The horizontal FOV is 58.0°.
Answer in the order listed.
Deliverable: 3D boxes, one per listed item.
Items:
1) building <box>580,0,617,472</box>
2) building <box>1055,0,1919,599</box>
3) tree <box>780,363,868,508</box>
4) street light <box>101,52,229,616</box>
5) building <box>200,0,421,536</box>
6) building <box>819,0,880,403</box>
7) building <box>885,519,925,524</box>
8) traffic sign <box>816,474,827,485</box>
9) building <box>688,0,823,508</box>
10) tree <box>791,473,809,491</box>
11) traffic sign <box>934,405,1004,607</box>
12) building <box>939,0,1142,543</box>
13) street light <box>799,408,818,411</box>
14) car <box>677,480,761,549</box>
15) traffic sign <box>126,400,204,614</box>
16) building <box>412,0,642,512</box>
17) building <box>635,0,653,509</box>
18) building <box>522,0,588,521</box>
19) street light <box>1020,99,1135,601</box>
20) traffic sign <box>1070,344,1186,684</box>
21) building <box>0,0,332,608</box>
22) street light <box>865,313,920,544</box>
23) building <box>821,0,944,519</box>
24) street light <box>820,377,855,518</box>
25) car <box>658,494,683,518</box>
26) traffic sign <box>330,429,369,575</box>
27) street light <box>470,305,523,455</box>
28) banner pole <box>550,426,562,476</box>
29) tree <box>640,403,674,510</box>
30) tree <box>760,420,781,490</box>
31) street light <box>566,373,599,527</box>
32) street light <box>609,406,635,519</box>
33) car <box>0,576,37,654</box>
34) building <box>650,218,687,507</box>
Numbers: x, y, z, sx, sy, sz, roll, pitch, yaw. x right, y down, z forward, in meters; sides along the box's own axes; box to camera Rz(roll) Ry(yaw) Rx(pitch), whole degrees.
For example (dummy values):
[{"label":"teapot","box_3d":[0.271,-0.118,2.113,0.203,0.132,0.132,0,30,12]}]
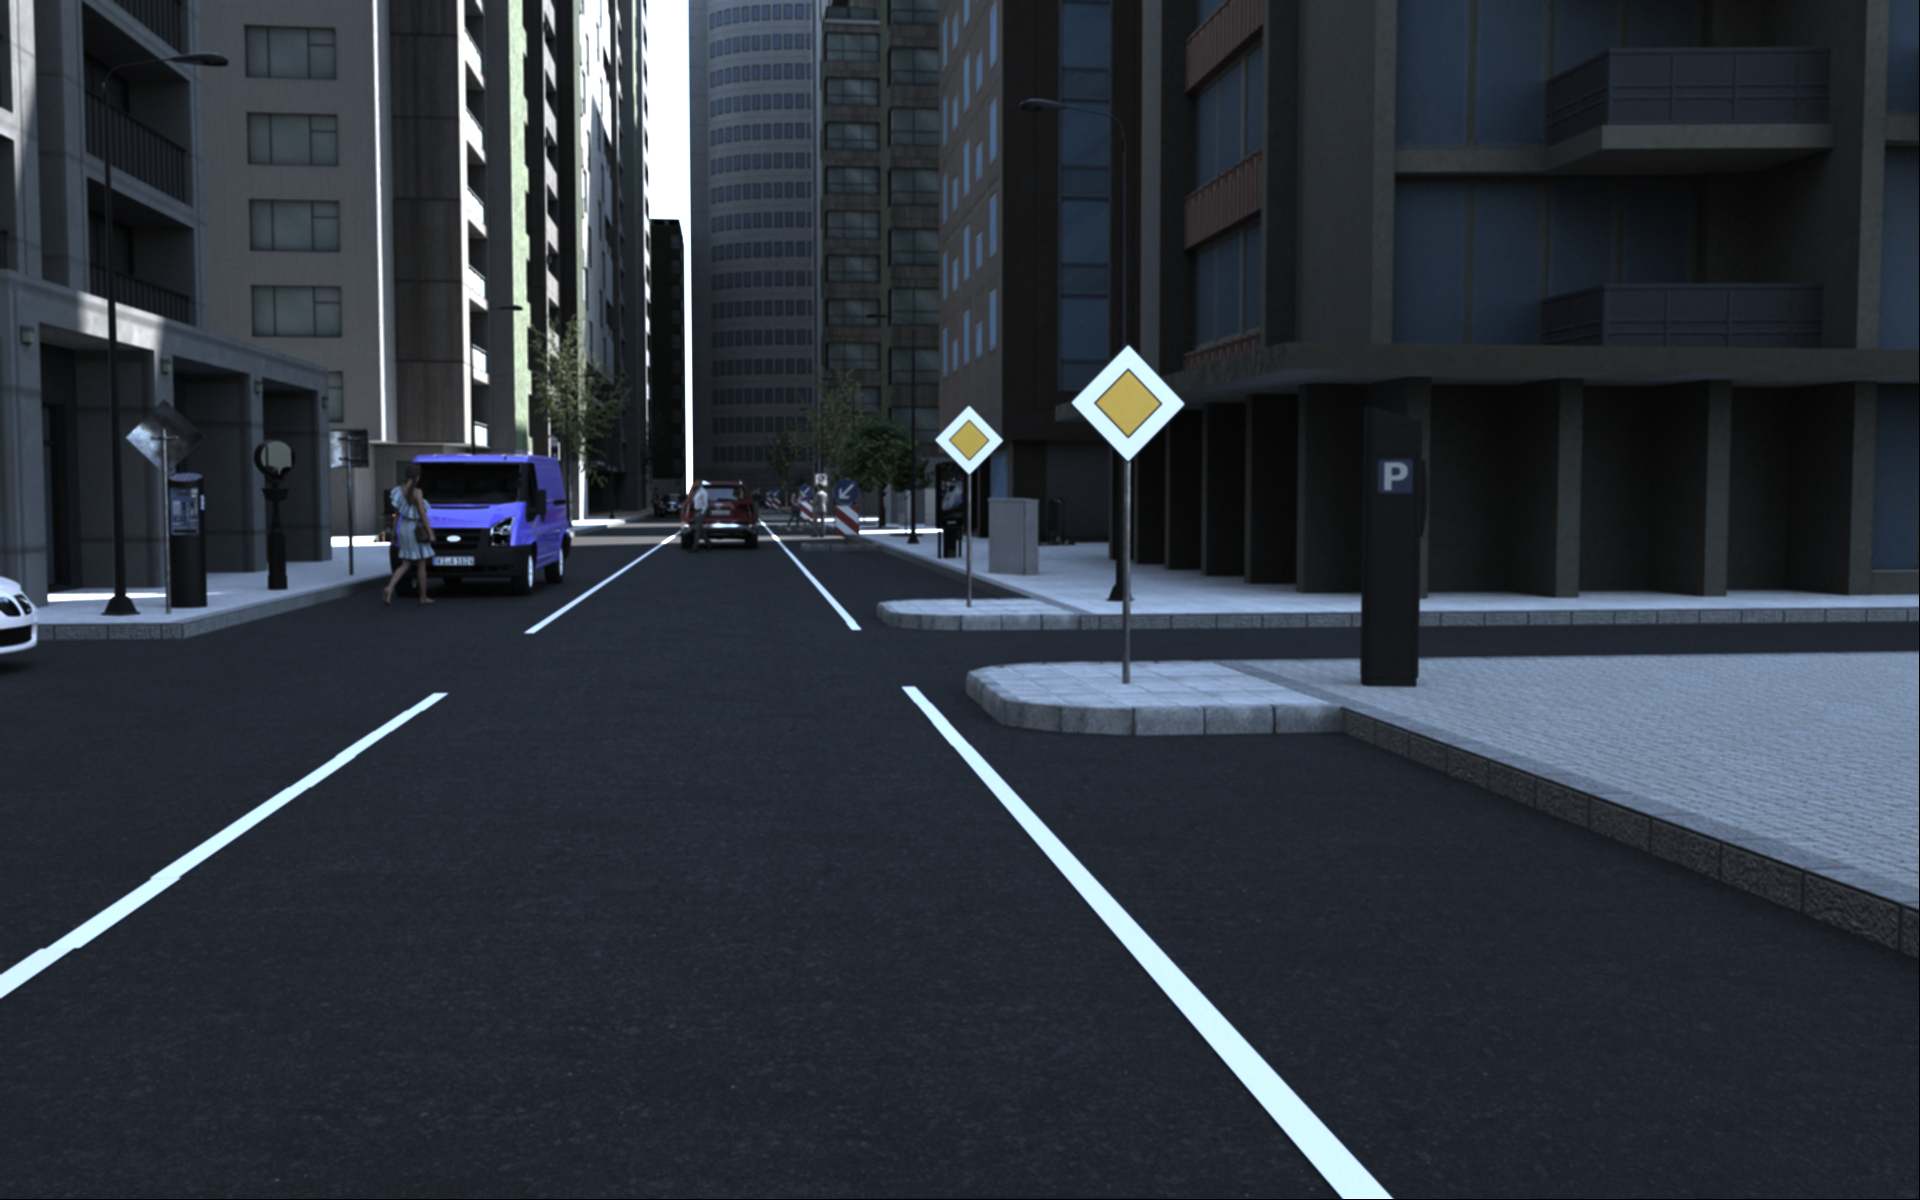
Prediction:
[{"label":"building","box_3d":[-35.450,-31.509,104.410,28.713,52.752,27.495,0,4,-7]},{"label":"building","box_3d":[16.641,-23.014,30.906,28.867,44.769,22.147,0,4,-7]},{"label":"tree","box_3d":[-7.078,-8.943,96.576,4.737,8.622,4.395,0,3,0]},{"label":"street light","box_3d":[-8.401,-2.800,18.328,1.470,5.913,1.316,0,4,-7]},{"label":"building","box_3d":[-22.353,-22.848,57.159,14.154,41.232,14.086,0,4,-7]},{"label":"building","box_3d":[3.635,-32.985,128.541,28.713,52.752,27.495,0,4,-7]},{"label":"building","box_3d":[3.125,-18.916,80.977,14.160,30.474,14.107,0,4,-7]},{"label":"traffic sign","box_3d":[-6.958,-5.185,86.898,0.606,2.300,0.079,0,4,-4]},{"label":"building","box_3d":[-15.157,-39.554,188.712,28.212,58.520,21.231,0,4,-7]},{"label":"tree","box_3d":[-14.561,-9.929,156.933,1.663,3.219,1.824,0,3,0]},{"label":"traffic sign","box_3d":[0.099,-0.975,19.583,0.795,2.450,0.064,0,4,-7]},{"label":"building","box_3d":[7.036,-24.568,51.793,14.600,45.320,14.200,0,4,-7]},{"label":"street light","box_3d":[-7.941,-7.384,93.272,1.470,5.913,1.316,0,4,-7]},{"label":"car","box_3d":[-6.563,-2.357,47.217,2.281,1.827,5.304,0,4,-8]},{"label":"traffic sign","box_3d":[-8.477,-0.909,18.501,0.795,2.450,0.064,0,4,-7]},{"label":"building","box_3d":[-31.030,-27.106,126.772,14.154,41.232,14.086,0,4,-7]},{"label":"building","box_3d":[-41.981,-37.412,153.687,28.212,58.520,21.231,0,4,-7]},{"label":"building","box_3d":[-24.974,-18.819,79.388,14.160,30.474,14.107,0,4,-7]},{"label":"street light","box_3d":[1.397,-2.940,20.617,1.470,5.913,1.316,0,4,-7]},{"label":"traffic sign","box_3d":[1.121,-0.491,11.663,0.795,2.450,0.064,0,4,-7]},{"label":"building","box_3d":[-21.763,-35.933,25.751,20.563,71.187,20.611,0,4,-7]},{"label":"street light","box_3d":[-1.750,-4.412,44.670,1.470,5.913,1.316,0,4,-7]},{"label":"building","box_3d":[-1.631,-20.544,107.602,14.160,30.474,14.107,0,4,-7]},{"label":"street light","box_3d":[-4.770,-5.898,68.980,1.470,5.913,1.316,0,4,-7]},{"label":"car","box_3d":[-17.613,-5.918,106.540,2.009,1.686,4.222,0,4,-6]},{"label":"traffic sign","box_3d":[-9.628,-1.542,27.338,0.606,2.300,0.079,0,4,-1]},{"label":"street light","box_3d":[-11.457,-4.291,42.698,1.470,5.913,1.316,0,4,-7]},{"label":"banner pole","box_3d":[-14.816,-4.510,63.762,0.401,3.779,0.863,1,4,23]},{"label":"tree","box_3d":[-25.043,-11.520,138.706,4.360,8.622,3.978,0,3,0]},{"label":"tree","box_3d":[-16.641,-13.030,163.395,4.737,8.622,4.395,0,3,0]},{"label":"street light","box_3d":[-14.543,-5.751,66.568,1.470,5.913,1.316,0,4,-7]},{"label":"street light","box_3d":[-17.735,-7.236,90.853,1.470,5.913,1.316,0,4,-7]},{"label":"car","box_3d":[-9.934,-0.078,13.639,4.827,1.381,2.083,0,4,-7]},{"label":"building","box_3d":[-36.043,-25.133,182.623,14.107,30.474,14.160,0,4,-7]}]
